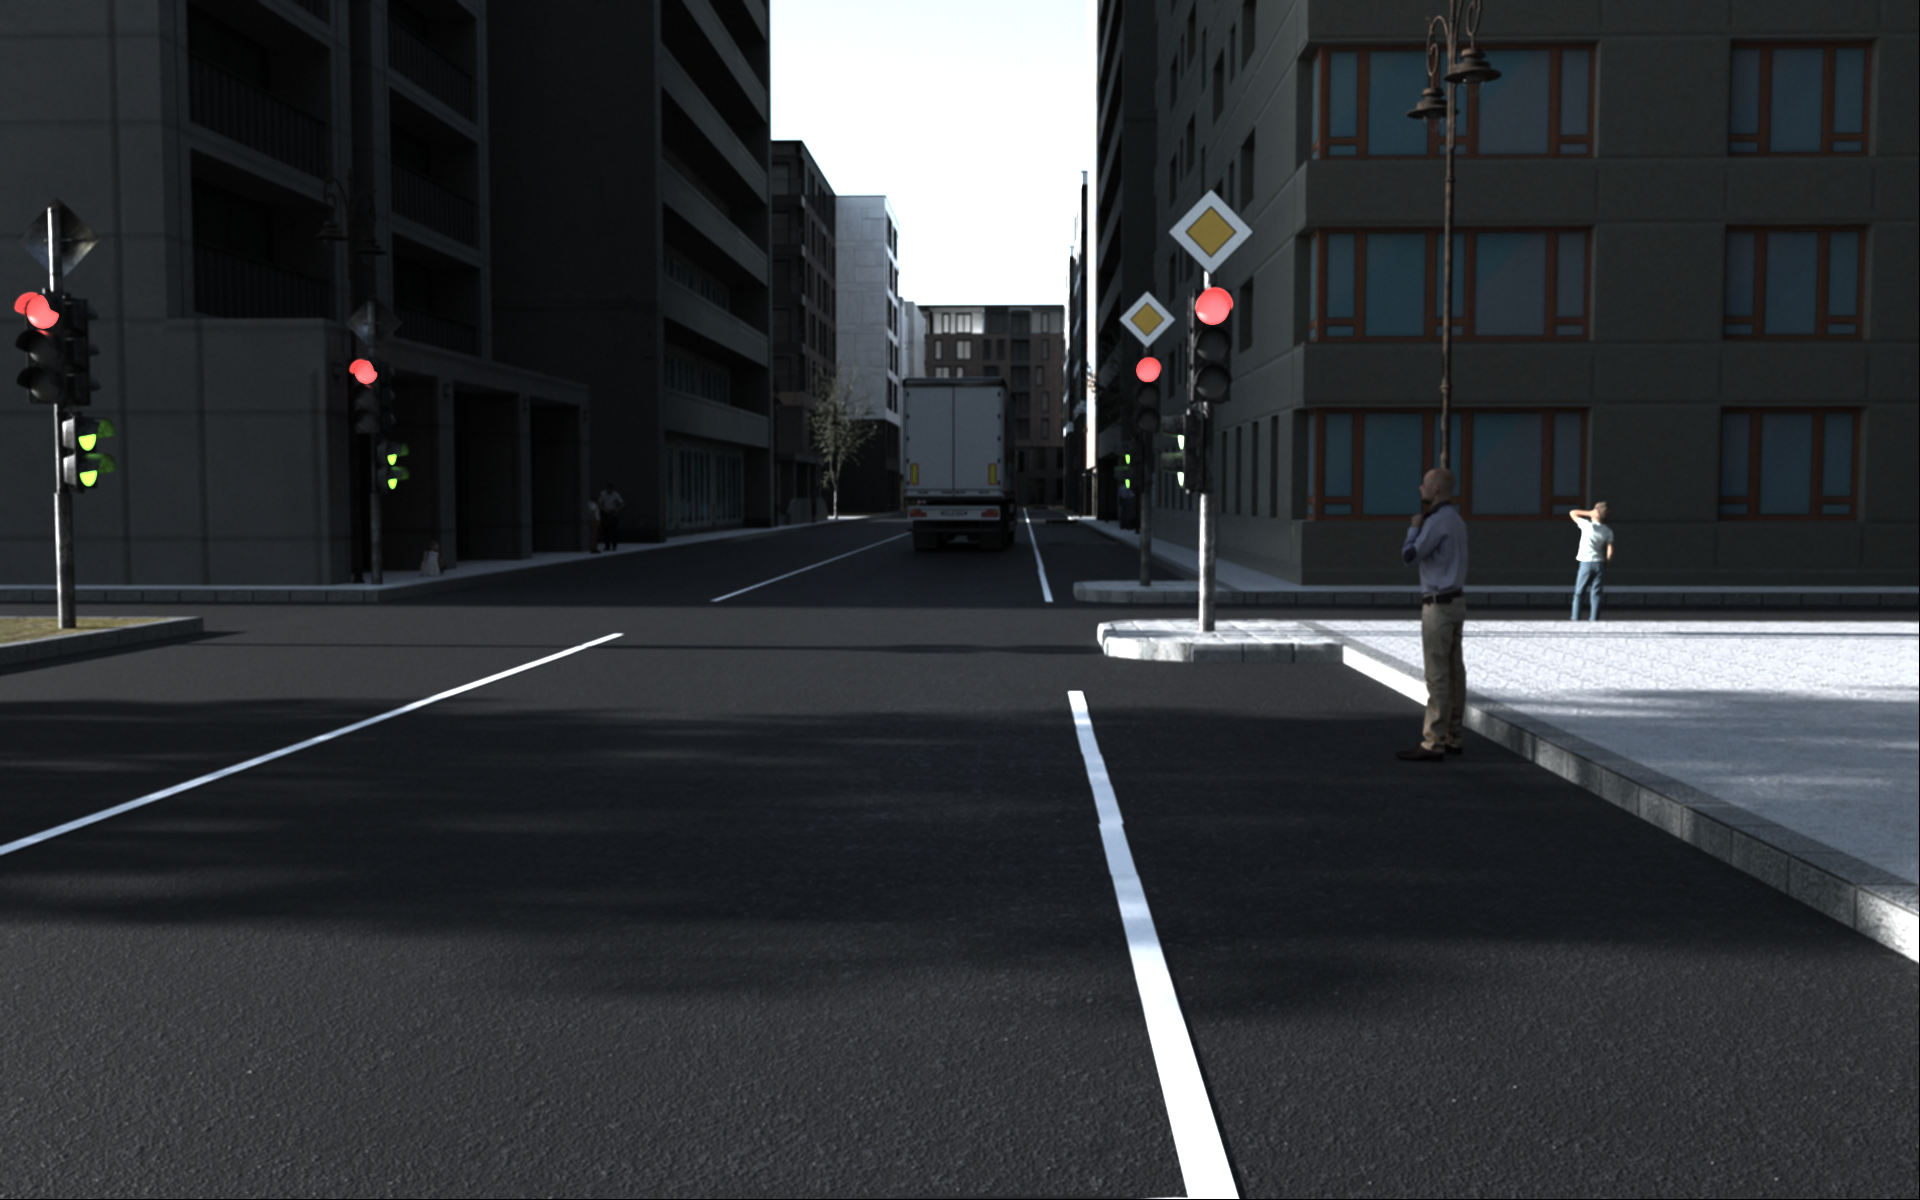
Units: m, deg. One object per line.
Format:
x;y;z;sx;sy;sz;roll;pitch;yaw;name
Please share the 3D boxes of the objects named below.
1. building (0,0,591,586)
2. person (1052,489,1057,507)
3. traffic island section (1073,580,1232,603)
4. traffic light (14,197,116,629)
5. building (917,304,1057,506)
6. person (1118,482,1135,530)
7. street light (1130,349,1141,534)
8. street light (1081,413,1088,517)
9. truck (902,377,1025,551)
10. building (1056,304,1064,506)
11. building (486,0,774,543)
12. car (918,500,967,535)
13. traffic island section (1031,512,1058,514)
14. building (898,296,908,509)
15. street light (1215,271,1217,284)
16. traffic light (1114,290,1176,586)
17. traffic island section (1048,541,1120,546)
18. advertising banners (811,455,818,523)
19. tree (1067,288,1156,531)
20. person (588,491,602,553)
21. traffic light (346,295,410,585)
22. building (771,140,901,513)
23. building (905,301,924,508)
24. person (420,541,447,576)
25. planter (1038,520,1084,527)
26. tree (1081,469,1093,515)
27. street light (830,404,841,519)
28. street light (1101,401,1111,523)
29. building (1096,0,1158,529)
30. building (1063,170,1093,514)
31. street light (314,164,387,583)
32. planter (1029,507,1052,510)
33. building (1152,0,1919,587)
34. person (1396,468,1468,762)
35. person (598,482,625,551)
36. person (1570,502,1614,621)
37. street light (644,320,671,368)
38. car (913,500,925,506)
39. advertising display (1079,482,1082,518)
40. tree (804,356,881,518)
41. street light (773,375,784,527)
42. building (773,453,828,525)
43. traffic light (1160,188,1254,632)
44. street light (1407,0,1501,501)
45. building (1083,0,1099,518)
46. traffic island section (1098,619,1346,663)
-18.677;-36.360;32.745;20.563;71.187;20.611;0;4;2;building
9.498;-10.227;173.707;0.568;1.767;0.683;-1;4;-20;person
2.609;-0.117;24.187;2.009;0.180;2.903;0;4;2;traffic island section
-8.524;-1.684;16.454;0.839;4.253;0.868;0;4;2;traffic light
11.486;-21.599;197.118;32.646;21.610;27.936;0;4;2;building
6.050;-3.449;62.296;0.599;1.838;0.709;-3;5;-44;person
5.700;-5.056;55.452;0.468;5.910;1.993;0;4;2;street light
7.151;-7.705;98.756;0.468;5.910;1.993;0;4;2;street light
0.214;-3.571;47.301;2.839;4.237;11.283;0;4;4;truck
23.423;-19.228;158.347;27.936;21.610;32.646;0;4;2;building
-18.112;-26.348;54.495;21.300;48.544;21.600;0;4;2;building
-0.559;-3.297;62.701;1.959;1.807;4.718;0;4;1;car
6.156;-6.305;125.946;1.991;0.108;1.994;0;4;2;traffic island section
-12.449;-17.983;150.445;16.016;20.091;11.380;0;4;2;building
4.947;-3.765;34.348;0.468;5.910;1.993;0;4;2;street light
2.570;-2.150;24.075;0.839;4.253;0.868;0;4;2;traffic light
3.474;-1.598;48.997;1.991;0.108;1.994;0;4;2;traffic island section
-6.404;-4.906;76.398;0.090;3.025;2.074;0;4;3;advertising banners
6.455;-6.691;59.763;4.360;8.622;3.978;0;3;0;tree
-7.880;-1.684;37.483;0.340;1.345;0.435;-2;4;-28;person
-8.246;-2.172;24.434;0.839;4.253;0.868;0;4;2;traffic light
-19.062;-16.691;116.881;27.936;21.610;32.646;0;4;2;building
-19.616;-18.411;167.469;31.486;18.905;16.747;0;4;2;building
-8.276;-0.653;27.199;0.381;0.543;0.357;0;4;1;person
4.408;-3.350;75.918;1.991;0.319;1.994;0;4;2;planter
8.560;-6.978;108.683;1.663;3.219;1.824;0;3;0;tree
-6.395;-7.129;89.340;0.468;5.910;1.993;0;4;2;street light
6.550;-6.383;77.157;0.468;5.910;1.993;0;4;2;street light
16.981;-27.473;72.888;21.300;48.544;21.600;0;4;2;building
22.110;-17.216;125.458;27.936;21.610;32.646;0;4;2;building
-8.655;-3.178;24.746;0.468;5.910;1.993;0;4;2;street light
7.093;-8.057;152.867;1.991;0.319;1.994;0;4;2;planter
19.716;-11.738;36.953;28.899;21.520;27.650;0;4;2;building
2.580;0.070;9.418;0.319;1.574;0.516;3;5;41;person
-7.885;-1.892;39.194;0.614;1.554;0.590;0;4;-5;person
6.602;-0.353;18.188;0.435;1.345;0.340;0;4;3;person
-8.001;-4.469;45.853;0.468;5.910;1.993;0;4;2;street light
-2.110;-6.657;117.874;2.155;1.783;4.494;0;4;2;car
6.556;-5.444;94.228;0.123;1.923;0.974;0;4;3;advertising display
-6.551;-8.748;93.398;4.360;8.622;3.978;0;3;0;tree
-7.193;-5.798;67.577;0.468;5.910;1.993;0;4;2;street light
-22.845;-23.596;77.681;32.217;40.220;23.993;0;4;2;building
2.291;-1.662;16.094;0.839;4.253;0.868;0;4;2;traffic light
4.364;-2.611;15.484;0.468;5.910;1.993;0;4;2;street light
13.918;-26.964;90.971;14.600;45.320;14.200;0;4;2;building
2.331;0.372;16.207;2.009;0.180;2.903;0;4;2;traffic island section
